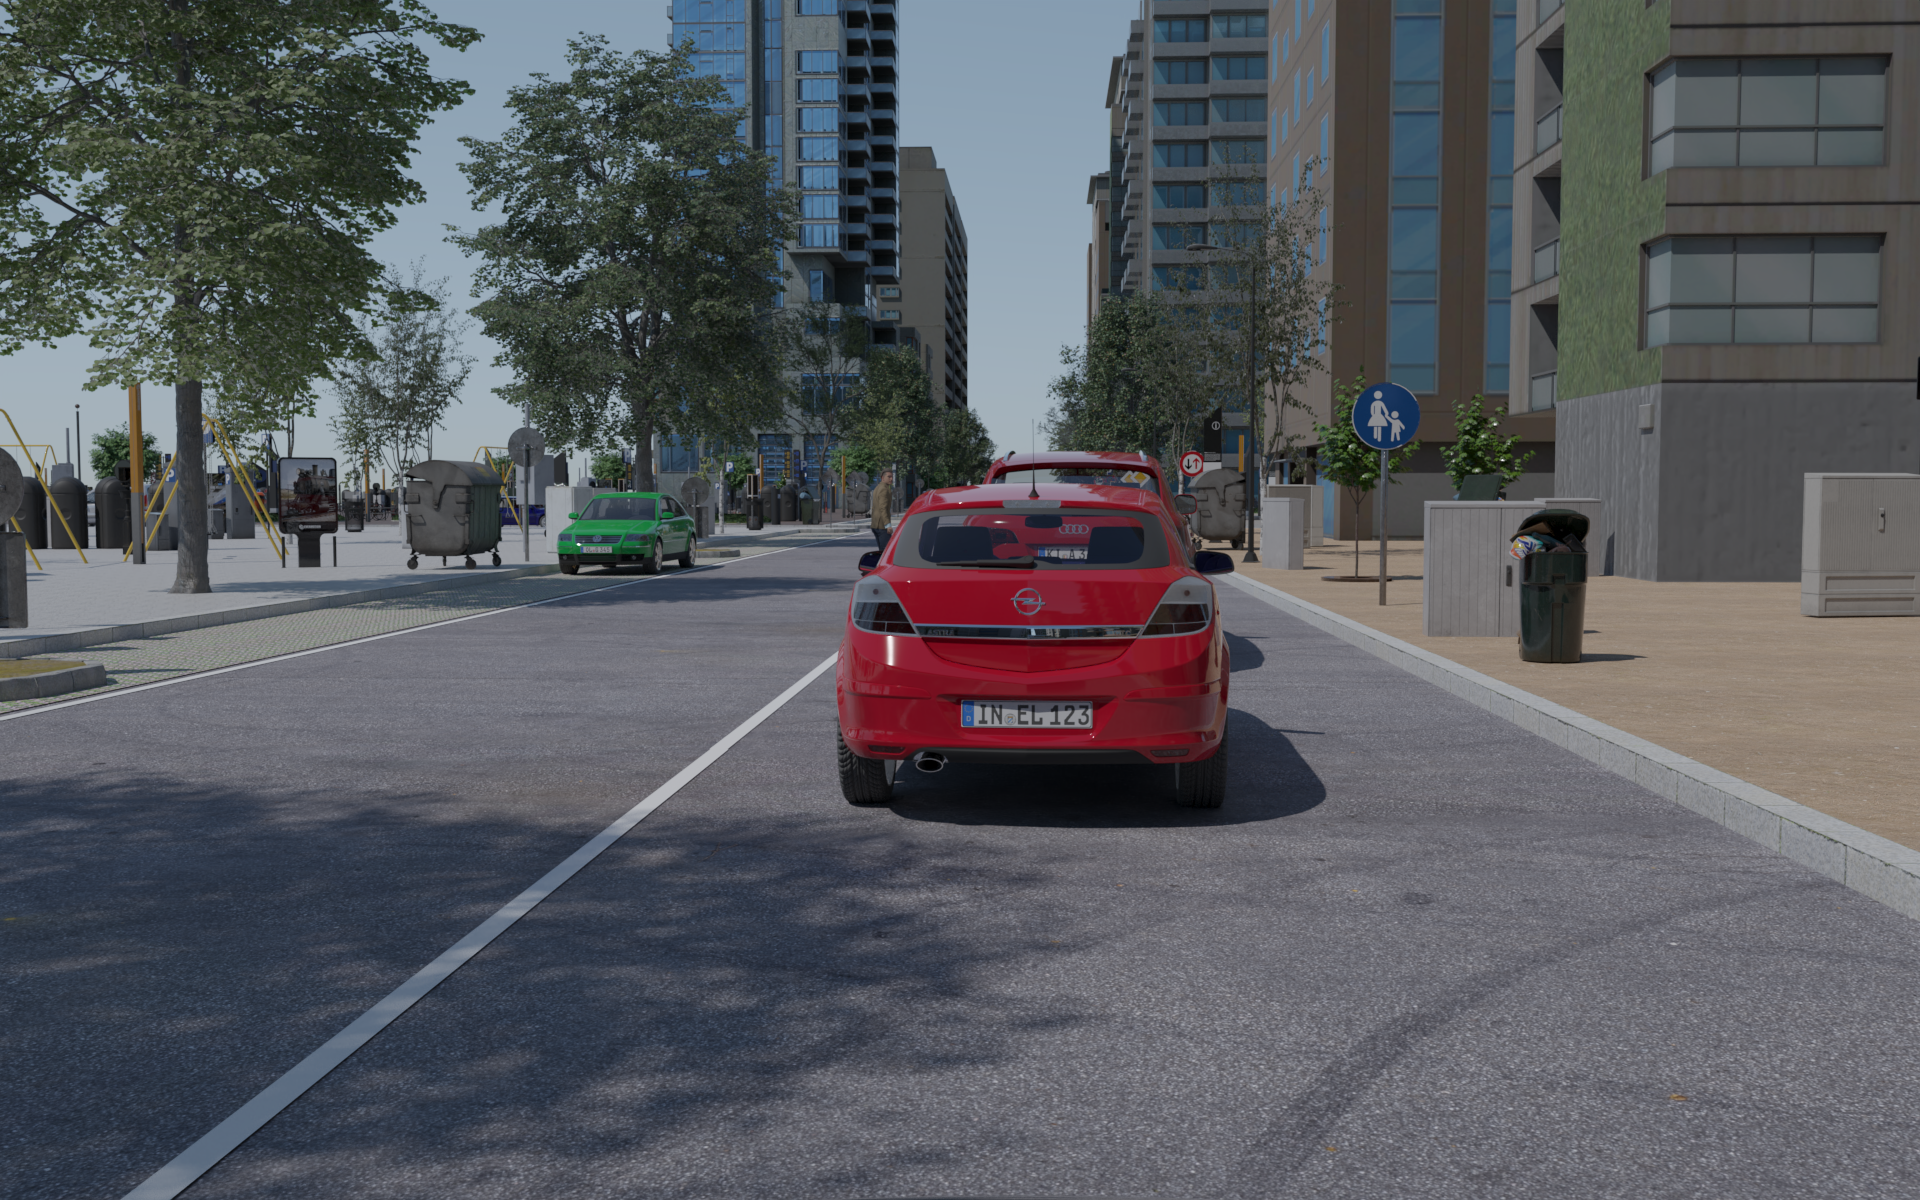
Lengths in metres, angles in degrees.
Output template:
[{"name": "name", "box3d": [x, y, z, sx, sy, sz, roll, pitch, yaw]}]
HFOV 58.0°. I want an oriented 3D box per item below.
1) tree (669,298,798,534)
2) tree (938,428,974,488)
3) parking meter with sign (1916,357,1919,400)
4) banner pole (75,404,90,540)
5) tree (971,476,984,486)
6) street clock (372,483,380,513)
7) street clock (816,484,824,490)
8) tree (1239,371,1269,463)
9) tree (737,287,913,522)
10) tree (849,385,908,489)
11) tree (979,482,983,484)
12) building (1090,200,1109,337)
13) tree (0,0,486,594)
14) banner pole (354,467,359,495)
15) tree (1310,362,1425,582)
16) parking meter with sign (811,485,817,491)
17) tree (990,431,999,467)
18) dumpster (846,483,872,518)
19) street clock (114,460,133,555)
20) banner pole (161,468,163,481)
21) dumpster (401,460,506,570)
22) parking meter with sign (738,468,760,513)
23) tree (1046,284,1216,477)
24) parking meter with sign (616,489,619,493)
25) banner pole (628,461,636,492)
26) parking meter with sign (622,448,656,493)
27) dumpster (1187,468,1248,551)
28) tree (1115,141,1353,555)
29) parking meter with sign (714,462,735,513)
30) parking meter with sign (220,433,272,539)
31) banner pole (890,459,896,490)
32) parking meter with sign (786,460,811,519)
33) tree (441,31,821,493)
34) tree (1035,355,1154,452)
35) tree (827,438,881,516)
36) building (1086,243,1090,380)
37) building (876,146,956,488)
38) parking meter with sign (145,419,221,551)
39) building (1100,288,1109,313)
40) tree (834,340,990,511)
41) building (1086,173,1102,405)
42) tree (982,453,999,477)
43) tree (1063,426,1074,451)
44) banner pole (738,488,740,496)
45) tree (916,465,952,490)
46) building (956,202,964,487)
[{"name": "tree", "box3d": [-7.626, -6.477, 56.269, 4.737, 8.622, 4.395, 0, 3, 0]}, {"name": "tree", "box3d": [-0.854, -14.681, 190.394, 4.737, 8.622, 4.395, 0, 3, 0]}, {"name": "parking meter with sign", "box3d": [12.824, -1.539, 21.429, 0.543, 3.016, 1.738, -2, 4, -35]}, {"name": "banner pole", "box3d": [-24.601, -3.571, 48.407, 0.401, 3.779, 0.863, -2, 4, -24]}, {"name": "tree", "box3d": [2.953, -17.641, 272.139, 4.285, 4.588, 4.351, 0, 3, 0]}, {"name": "street clock", "box3d": [-37.381, -6.508, 110.970, 0.358, 2.002, 0.471, 2, 4, 25]}, {"name": "street clock", "box3d": [-9.465, -6.889, 117.202, 0.471, 2.002, 0.358, -2, 4, -23]}, {"name": "tree", "box3d": [18.799, -9.347, 103.192, 4.737, 8.622, 4.395, 0, 3, 0]}, {"name": "tree", "box3d": [-6.461, -8.829, 78.769, 8.767, 10.594, 7.601, 0, 4, -6]}, {"name": "tree", "box3d": [-5.242, -10.044, 114.577, 4.737, 8.622, 4.395, 0, 3, 0]}, {"name": "tree", "box3d": [1.599, -17.753, 240.627, 4.737, 8.622, 4.395, 0, 3, 0]}, {"name": "building", "box3d": [27.162, -37.082, 256.396, 14.600, 45.320, 14.200, 0, 4, 3]}, {"name": "tree", "box3d": [-10.168, -6.382, 22.471, 7.486, 12.596, 7.792, 0, 3, 0]}, {"name": "banner pole", "box3d": [-49.594, -9.311, 142.255, 0.863, 3.779, 0.401, 3, 5, 41]}, {"name": "tree", "box3d": [6.007, -1.893, 25.560, 1.663, 3.219, 1.824, 0, 3, 0]}, {"name": "parking meter with sign", "box3d": [-12.024, -8.854, 141.017, 0.543, 3.016, 1.738, 3, 5, 41]}, {"name": "tree", "box3d": [0.695, -18.664, 222.158, 9.611, 12.733, 9.660, 0, 3, 0]}, {"name": "dumpster", "box3d": [-5.414, -5.311, 92.592, 1.264, 1.857, 1.865, 0, 4, 3]}, {"name": "street clock", "box3d": [-17.592, -1.961, 36.628, 0.471, 2.002, 0.358, 1, 4, 14]}, {"name": "banner pole", "box3d": [-67.345, -9.527, 145.785, 0.863, 3.779, 0.401, 1, 4, 10]}, {"name": "dumpster", "box3d": [-8.755, -1.481, 29.980, 1.264, 1.857, 1.865, 0, 4, 3]}, {"name": "parking meter with sign", "box3d": [-14.223, -7.373, 116.815, 0.543, 3.016, 1.738, 3, 5, 44]}, {"name": "tree", "box3d": [9.505, -10.883, 94.942, 9.611, 12.733, 9.660, 0, 3, 0]}, {"name": "parking meter with sign", "box3d": [-29.344, -9.285, 148.064, 0.543, 3.016, 1.738, 1, 4, 18]}, {"name": "banner pole", "box3d": [-24.606, -8.544, 129.710, 0.863, 3.779, 0.401, -1, 4, -13]}, {"name": "parking meter with sign", "box3d": [-11.879, -4.236, 65.517, 1.738, 3.016, 0.543, 1, 4, 20]}, {"name": "dumpster", "box3d": [5.956, -2.095, 40.004, 1.264, 1.857, 1.865, 0, 4, 3]}, {"name": "tree", "box3d": [6.197, -5.224, 35.779, 4.360, 8.622, 3.978, 0, 3, 0]}, {"name": "parking meter with sign", "box3d": [-12.862, -5.921, 93.061, 0.543, 3.016, 1.738, 2, 4, 31]}, {"name": "parking meter with sign", "box3d": [-20.583, -3.253, 49.444, 1.738, 3.016, 0.543, -3, 5, -44]}, {"name": "banner pole", "box3d": [-4.719, -8.042, 121.508, 0.401, 3.779, 0.863, -3, 4, -39]}, {"name": "parking meter with sign", "box3d": [-8.618, -5.708, 89.584, 0.543, 3.016, 1.738, -3, 5, -43]}, {"name": "tree", "box3d": [-8.699, -8.575, 46.849, 9.857, 13.997, 8.962, 0, 3, 0]}, {"name": "tree", "box3d": [11.233, -13.941, 138.313, 12.009, 13.543, 11.850, 0, 3, 0]}, {"name": "tree", "box3d": [-6.200, -7.211, 101.615, 4.285, 4.588, 4.351, 0, 3, 0]}, {"name": "building", "box3d": [28.852, -39.652, 298.412, 14.600, 45.320, 14.200, 0, 4, 3]}, {"name": "building", "box3d": [-12.166, -37.997, 244.946, 21.300, 48.544, 21.600, 0, 4, 3]}, {"name": "parking meter with sign", "box3d": [-17.898, -2.658, 39.719, 0.543, 3.016, 1.738, 1, 4, 18]}, {"name": "building", "box3d": [26.517, -28.786, 242.357, 14.160, 30.474, 14.107, 0, 4, 3]}, {"name": "tree", "box3d": [-4.674, -13.003, 129.604, 9.611, 12.733, 9.660, 0, 3, 0]}, {"name": "building", "box3d": [34.813, -42.042, 276.630, 28.713, 52.752, 27.495, 0, 4, 3]}, {"name": "tree", "box3d": [4.287, -22.615, 304.171, 8.767, 10.594, 7.601, 0, 4, 6]}, {"name": "tree", "box3d": [12.465, -13.853, 176.850, 4.737, 8.622, 4.395, 0, 3, 0]}, {"name": "banner pole", "box3d": [-17.625, -9.148, 139.580, 0.863, 3.779, 0.401, 1, 4, 19]}, {"name": "tree", "box3d": [-2.356, -10.683, 158.379, 4.285, 4.588, 4.351, 0, 3, 0]}, {"name": "building", "box3d": [-10.935, -39.313, 266.471, 21.300, 48.544, 21.600, 0, 4, 3]}]
